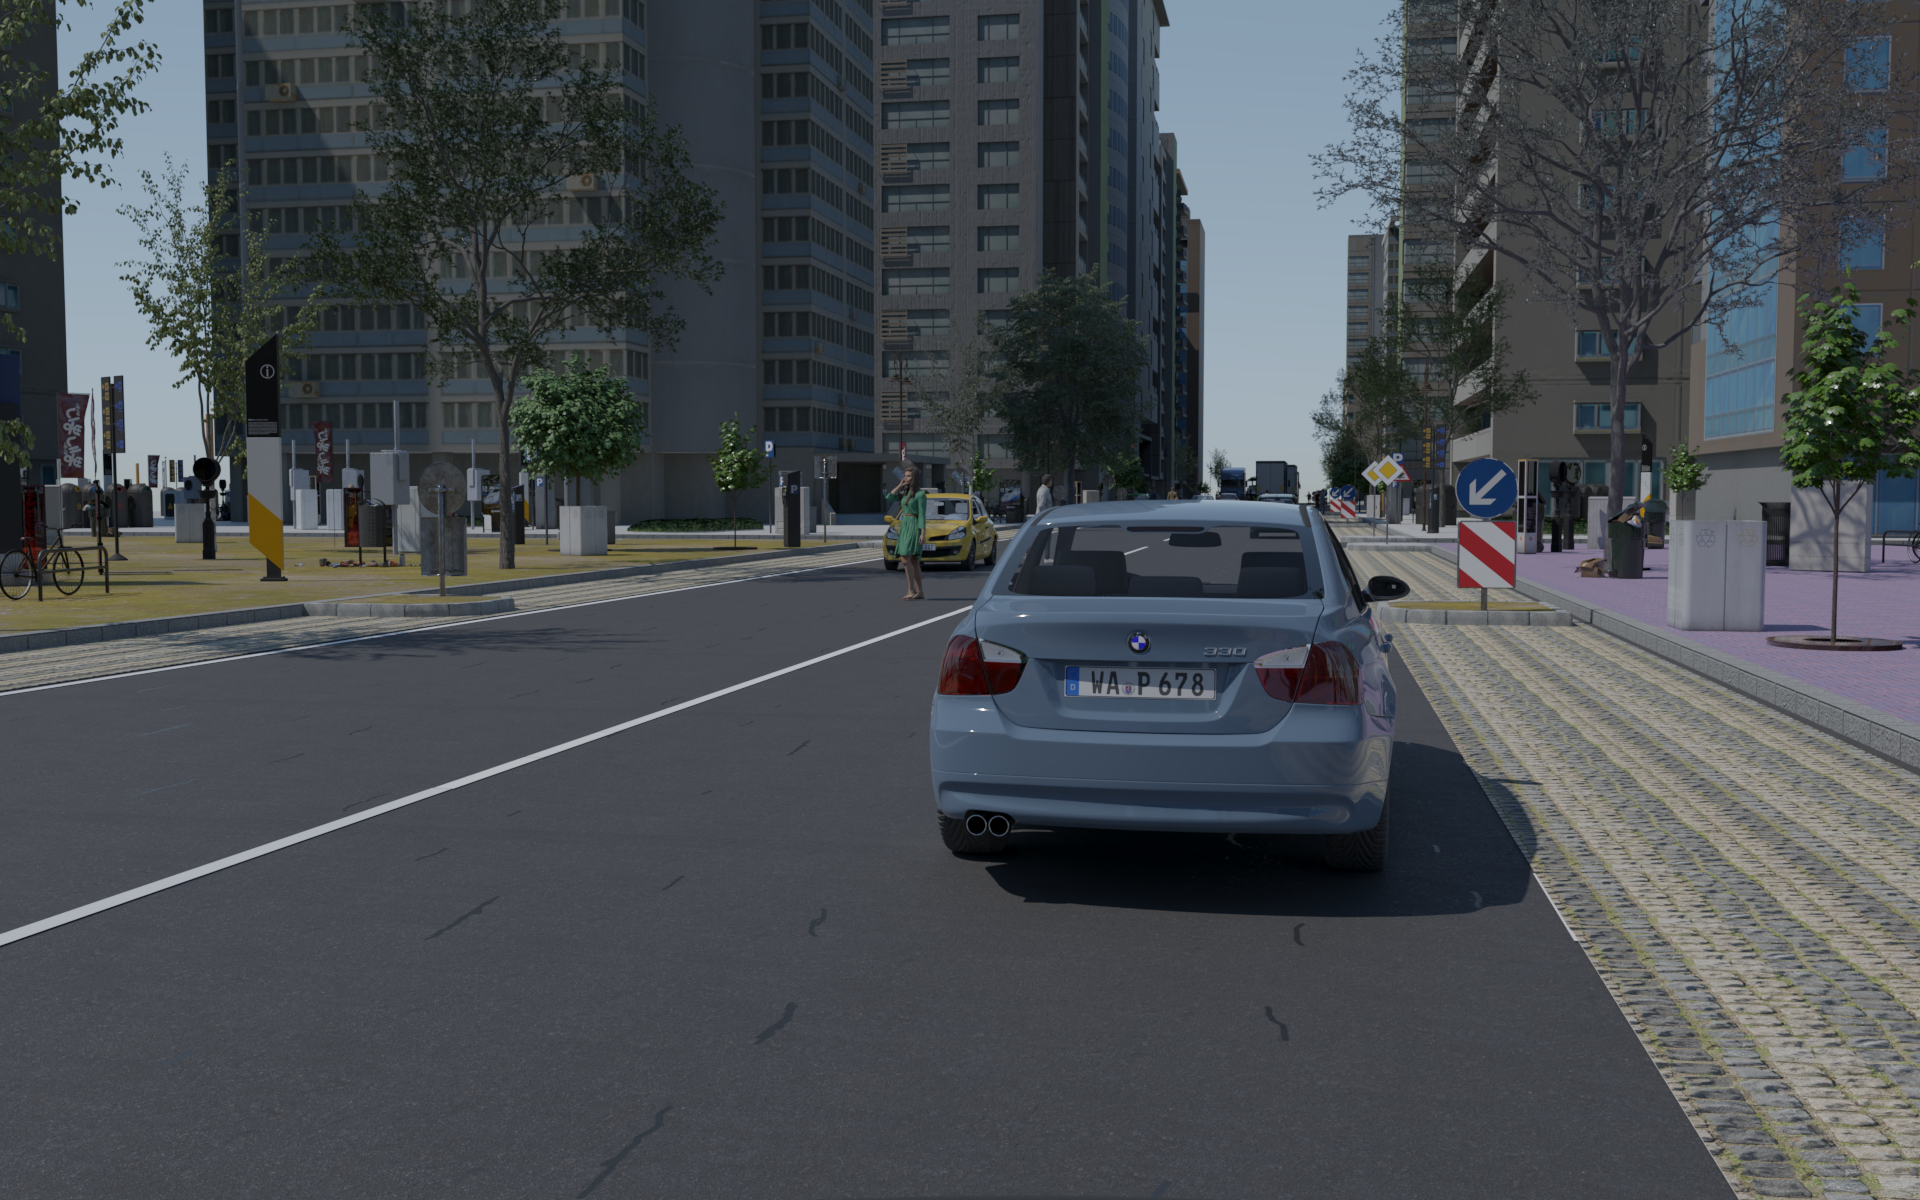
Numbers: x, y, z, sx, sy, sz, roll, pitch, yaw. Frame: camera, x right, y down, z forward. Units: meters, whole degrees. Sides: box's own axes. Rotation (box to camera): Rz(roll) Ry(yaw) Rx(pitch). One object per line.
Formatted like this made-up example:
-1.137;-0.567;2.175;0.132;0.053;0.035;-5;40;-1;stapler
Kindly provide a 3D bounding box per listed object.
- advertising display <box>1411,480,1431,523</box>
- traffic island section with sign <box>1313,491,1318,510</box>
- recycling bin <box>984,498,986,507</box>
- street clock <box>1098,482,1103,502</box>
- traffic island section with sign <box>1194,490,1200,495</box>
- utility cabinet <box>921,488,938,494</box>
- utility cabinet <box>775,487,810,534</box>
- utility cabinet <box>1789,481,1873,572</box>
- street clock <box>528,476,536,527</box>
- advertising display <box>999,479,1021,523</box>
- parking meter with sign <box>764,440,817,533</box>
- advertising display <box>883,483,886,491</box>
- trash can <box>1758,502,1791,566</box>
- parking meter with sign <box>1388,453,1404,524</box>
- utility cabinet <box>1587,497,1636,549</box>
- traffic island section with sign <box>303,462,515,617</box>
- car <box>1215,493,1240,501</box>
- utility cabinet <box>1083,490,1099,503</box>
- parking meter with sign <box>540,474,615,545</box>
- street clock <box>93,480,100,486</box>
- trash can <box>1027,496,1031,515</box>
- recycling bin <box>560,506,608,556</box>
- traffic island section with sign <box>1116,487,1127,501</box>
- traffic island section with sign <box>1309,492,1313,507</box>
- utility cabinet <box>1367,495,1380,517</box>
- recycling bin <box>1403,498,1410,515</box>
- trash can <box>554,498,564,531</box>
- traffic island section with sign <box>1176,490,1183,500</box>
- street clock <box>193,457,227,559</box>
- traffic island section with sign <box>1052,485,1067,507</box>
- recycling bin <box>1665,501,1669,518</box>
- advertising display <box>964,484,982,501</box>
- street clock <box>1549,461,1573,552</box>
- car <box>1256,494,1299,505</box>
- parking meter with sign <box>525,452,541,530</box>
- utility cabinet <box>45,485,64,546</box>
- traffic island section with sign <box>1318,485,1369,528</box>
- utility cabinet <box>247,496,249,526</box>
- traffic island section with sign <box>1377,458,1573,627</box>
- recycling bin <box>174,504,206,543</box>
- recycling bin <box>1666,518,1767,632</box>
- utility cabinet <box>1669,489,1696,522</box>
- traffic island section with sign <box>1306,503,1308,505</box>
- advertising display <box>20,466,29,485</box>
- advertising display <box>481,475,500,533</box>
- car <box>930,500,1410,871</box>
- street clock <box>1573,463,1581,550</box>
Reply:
20.538;-4.399;77.134;0.974;1.923;0.123;-2;4;-24;advertising display
21.730;-5.638;100.816;1.989;1.847;2.006;1;4;11;traffic island section with sign
1.021;-5.380;100.518;0.722;1.027;0.722;-3;5;-41;recycling bin
8.644;-6.240;106.595;0.358;2.002;0.471;1;4;22;street clock
24.571;-10.432;179.185;1.989;1.847;2.006;1;4;11;traffic island section with sign
-1.439;-3.494;65.807;1.173;1.500;0.318;0;4;-3;utility cabinet
-5.313;-2.819;54.770;1.173;1.500;0.318;2;4;34;utility cabinet
14.374;-1.218;28.587;1.173;1.500;0.318;3;5;45;utility cabinet
-16.821;-3.893;68.227;0.471;2.002;0.358;-2;4;-28;street clock
2.186;-4.306;75.625;0.974;1.923;0.123;-1;4;-15;advertising display
-5.537;-3.711;56.933;1.738;3.016;0.543;-3;5;-39;parking meter with sign
-4.190;-5.921;102.024;0.974;1.923;0.123;0;4;4;advertising display
14.631;-1.177;30.898;0.748;1.137;0.748;0;3;0;trash can
18.587;-4.756;74.024;0.543;3.016;1.738;0;4;8;parking meter with sign
15.136;-1.778;40.236;1.020;1.237;0.306;2;4;24;utility cabinet
-6.528;-0.754;20.961;1.989;1.847;2.006;1;4;11;traffic island section with sign
23.002;-8.537;148.619;2.155;1.783;4.494;1;4;12;car
7.881;-5.833;104.053;0.318;1.500;1.173;3;5;44;utility cabinet
-9.650;-2.914;43.898;1.738;3.016;0.543;-1;4;-22;parking meter with sign
-47.058;-5.487;94.280;0.358;2.002;0.471;-2;4;-28;street clock
3.904;-5.700;104.853;0.748;1.137;0.748;0;3;0;trash can
-7.879;-1.450;36.257;0.722;1.027;0.722;3;4;38;recycling bin
9.685;-5.801;103.473;1.989;1.847;2.006;1;4;11;traffic island section with sign
31.352;-8.636;149.820;1.989;1.847;2.006;1;4;11;traffic island section with sign
23.342;-5.271;97.341;0.306;1.237;1.020;-3;4;-36;utility cabinet
26.586;-5.616;104.369;0.722;1.027;0.722;-3;4;-36;recycling bin
-13.906;-3.018;60.995;0.748;1.137;0.748;0;3;0;trash can
19.284;-8.786;152.281;1.989;1.847;2.006;1;4;11;traffic island section with sign
-14.800;-1.805;34.083;0.471;2.002;0.358;0;4;-2;street clock
4.412;-4.158;76.610;1.989;1.847;2.006;1;4;11;traffic island section with sign
27.452;-3.300;66.509;0.722;1.027;0.722;-3;5;-42;recycling bin
0.572;-4.286;75.287;0.974;1.923;0.123;3;5;44;advertising display
13.174;-2.057;38.196;0.358;2.002;0.471;3;5;43;street clock
10.424;-2.882;56.914;2.009;1.686;4.222;1;4;11;car
-15.073;-4.082;63.001;0.543;3.016;1.738;1;4;20;parking meter with sign
-22.579;-2.055;42.276;1.173;1.500;0.318;-1;4;-14;utility cabinet
16.528;-4.021;74.366;1.989;1.847;2.006;1;4;11;traffic island section with sign
-28.755;-3.649;70.827;0.306;1.237;1.020;0;4;5;utility cabinet
5.796;-0.678;19.709;1.989;1.847;2.006;1;4;11;traffic island section with sign
-20.211;-2.016;45.520;0.722;1.027;0.722;-1;4;-19;recycling bin
7.192;-0.240;16.479;0.722;1.027;0.722;1;4;10;recycling bin
27.103;-3.441;64.935;1.173;1.500;0.318;-2;4;-32;utility cabinet
36.649;-10.286;176.810;1.989;1.847;2.006;1;4;11;traffic island section with sign
-17.468;-1.623;31.757;0.123;1.923;0.974;1;4;13;advertising display
-15.436;-3.209;57.682;0.974;1.923;0.123;-1;4;-23;advertising display
1.061;0.244;8.010;2.014;1.417;4.499;1;4;12;car
14.020;-2.158;39.854;0.471;2.002;0.358;-2;4;-24;street clock
